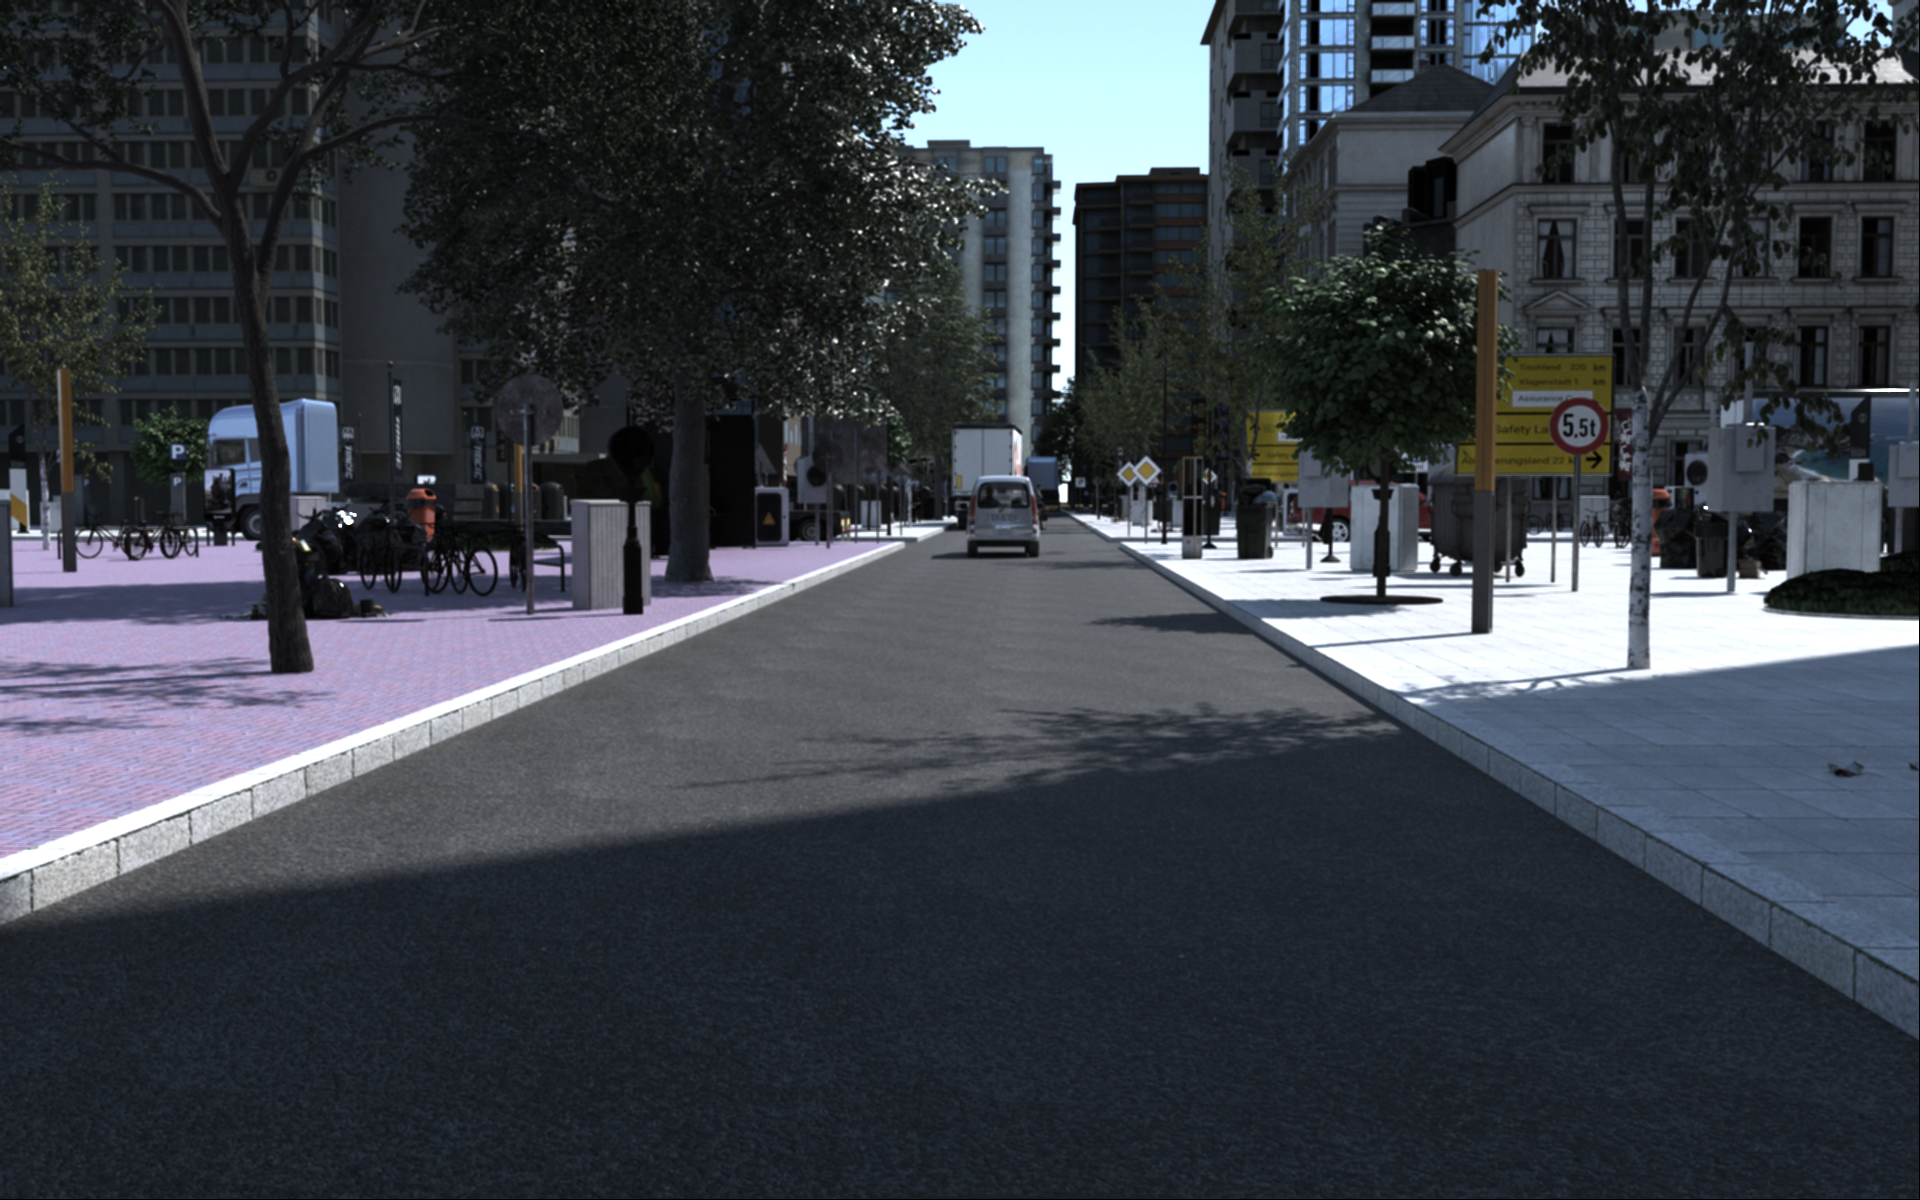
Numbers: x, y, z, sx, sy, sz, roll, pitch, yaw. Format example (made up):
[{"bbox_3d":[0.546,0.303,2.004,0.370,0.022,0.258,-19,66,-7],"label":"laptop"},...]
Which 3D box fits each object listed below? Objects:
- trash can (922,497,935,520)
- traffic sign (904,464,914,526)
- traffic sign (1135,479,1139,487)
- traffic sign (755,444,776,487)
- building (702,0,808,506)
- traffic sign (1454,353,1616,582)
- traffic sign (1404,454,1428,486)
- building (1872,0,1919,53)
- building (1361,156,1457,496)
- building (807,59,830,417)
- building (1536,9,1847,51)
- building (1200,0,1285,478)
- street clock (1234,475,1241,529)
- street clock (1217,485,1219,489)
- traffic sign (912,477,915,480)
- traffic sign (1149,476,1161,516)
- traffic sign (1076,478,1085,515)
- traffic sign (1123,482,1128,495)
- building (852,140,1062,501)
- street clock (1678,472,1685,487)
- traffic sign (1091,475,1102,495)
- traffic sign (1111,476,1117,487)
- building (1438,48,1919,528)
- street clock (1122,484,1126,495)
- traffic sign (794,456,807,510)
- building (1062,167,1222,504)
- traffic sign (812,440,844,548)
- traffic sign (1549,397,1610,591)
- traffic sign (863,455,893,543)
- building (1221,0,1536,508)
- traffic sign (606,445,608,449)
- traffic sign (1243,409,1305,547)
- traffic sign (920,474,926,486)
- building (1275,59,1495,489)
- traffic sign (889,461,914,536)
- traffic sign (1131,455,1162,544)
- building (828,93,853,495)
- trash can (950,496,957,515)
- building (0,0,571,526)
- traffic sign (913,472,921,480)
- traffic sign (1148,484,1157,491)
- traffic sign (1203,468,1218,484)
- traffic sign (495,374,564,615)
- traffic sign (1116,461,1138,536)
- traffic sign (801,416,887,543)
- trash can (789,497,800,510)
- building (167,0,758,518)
[{"bbox_3d":[-1.524,-4.555,86.120,0.748,1.137,0.748,0,3,0],"label":"trash can"},{"bbox_3d":[-2.241,-4.311,70.598,0.768,2.556,0.104,0,4,4],"label":"traffic sign"},{"bbox_3d":[12.444,-7.227,119.346,0.795,2.450,0.064,1,4,9],"label":"traffic sign"},{"bbox_3d":[-5.162,-2.729,44.615,0.884,2.594,0.081,1,4,9],"label":"traffic sign"},{"bbox_3d":[-19.769,-29.682,135.413,14.600,45.320,14.200,0,4,2],"label":"building"},{"bbox_3d":[8.296,-1.909,25.079,2.265,3.308,0.079,0,4,3],"label":"traffic sign"},{"bbox_3d":[8.817,-1.919,33.502,0.606,2.300,0.079,1,4,11],"label":"traffic sign"},{"bbox_3d":[52.109,-17.317,70.518,23.554,28.519,14.401,0,4,2],"label":"building"},{"bbox_3d":[30.145,-13.839,93.718,16.820,18.784,16.811,0,4,2],"label":"building"},{"bbox_3d":[-19.037,-28.504,149.636,14.154,41.232,14.086,0,4,2],"label":"building"},{"bbox_3d":[71.112,-33.946,174.622,30.456,49.044,23.786,0,4,2],"label":"building"},{"bbox_3d":[39.666,-35.772,174.111,28.713,52.752,27.495,0,4,2],"label":"building"},{"bbox_3d":[10.336,-3.649,64.233,0.358,2.002,0.471,0,4,3],"label":"street clock"},{"bbox_3d":[18.022,-7.156,121.575,0.358,2.002,0.471,0,4,-2],"label":"street clock"},{"bbox_3d":[-2.681,-5.515,90.175,0.884,2.594,0.081,0,4,7],"label":"traffic sign"},{"bbox_3d":[10.419,-5.710,93.369,0.884,2.594,0.081,0,4,4],"label":"traffic sign"},{"bbox_3d":[7.435,-6.414,107.001,0.606,2.300,0.079,0,4,3],"label":"traffic sign"},{"bbox_3d":[9.248,-5.867,96.025,0.768,2.556,0.104,1,4,9],"label":"traffic sign"},{"bbox_3d":[-1.518,-37.747,236.773,30.456,49.044,23.786,0,4,2],"label":"building"},{"bbox_3d":[24.108,-3.242,57.583,0.471,2.002,0.358,2,4,27],"label":"street clock"},{"bbox_3d":[9.352,-7.222,118.182,0.768,2.556,0.104,1,4,10],"label":"traffic sign"},{"bbox_3d":[10.860,-7.416,121.349,0.768,2.556,0.104,1,4,10],"label":"traffic sign"},{"bbox_3d":[30.204,-12.570,70.141,19.286,19.102,10.561,0,4,2],"label":"building"},{"bbox_3d":[10.516,-6.417,109.481,0.471,2.002,0.358,-1,4,-20],"label":"street clock"},{"bbox_3d":[-5.024,-3.433,56.232,0.768,2.556,0.104,0,4,7],"label":"traffic sign"},{"bbox_3d":[28.097,-35.480,234.714,28.867,44.769,22.147,0,4,2],"label":"building"},{"bbox_3d":[-3.116,-2.494,40.880,0.768,2.556,0.104,0,4,5],"label":"traffic sign"},{"bbox_3d":[8.109,-1.386,22.764,0.768,2.556,0.104,0,4,7],"label":"traffic sign"},{"bbox_3d":[-2.135,-2.529,44.993,0.795,2.450,0.064,0,4,2],"label":"traffic sign"},{"bbox_3d":[35.018,-50.849,144.056,22.319,86.520,31.000,0,4,2],"label":"building"},{"bbox_3d":[-7.373,-2.305,37.796,0.768,2.556,0.104,1,4,11],"label":"traffic sign"},{"bbox_3d":[7.951,-2.921,41.626,2.265,3.308,0.079,0,4,6],"label":"traffic sign"},{"bbox_3d":[-2.467,-6.645,108.759,0.768,2.556,0.104,0,4,5],"label":"traffic sign"},{"bbox_3d":[29.175,-20.003,114.442,14.401,28.519,23.554,0,4,2],"label":"building"},{"bbox_3d":[-1.800,-3.017,52.971,0.795,2.450,0.064,0,4,2],"label":"traffic sign"},{"bbox_3d":[4.802,-2.510,44.682,0.795,2.450,0.064,0,4,2],"label":"traffic sign"},{"bbox_3d":[-22.256,-45.340,179.561,20.611,71.187,20.563,0,4,2],"label":"building"},{"bbox_3d":[-0.492,-5.681,104.542,0.748,1.137,0.748,0,3,0],"label":"trash can"},{"bbox_3d":[-31.181,-23.659,78.699,32.217,40.220,23.993,0,4,2],"label":"building"},{"bbox_3d":[-2.584,-6.050,99.023,0.768,2.556,0.104,1,4,12],"label":"traffic sign"},{"bbox_3d":[12.217,-6.604,110.112,0.606,2.300,0.079,1,4,9],"label":"traffic sign"},{"bbox_3d":[10.739,-4.510,74.922,0.795,2.450,0.064,1,4,11],"label":"traffic sign"},{"bbox_3d":[-4.575,-1.117,18.372,0.768,2.556,0.104,1,4,9],"label":"traffic sign"},{"bbox_3d":[5.137,-2.998,52.660,0.795,2.450,0.064,0,4,2],"label":"traffic sign"},{"bbox_3d":[-3.054,-3.157,45.483,2.265,3.308,0.079,0,4,4],"label":"traffic sign"},{"bbox_3d":[-8.543,-4.634,87.425,0.748,1.137,0.748,0,3,0],"label":"trash can"},{"bbox_3d":[-30.184,-25.841,114.383,32.217,40.220,23.993,0,4,2],"label":"building"}]
